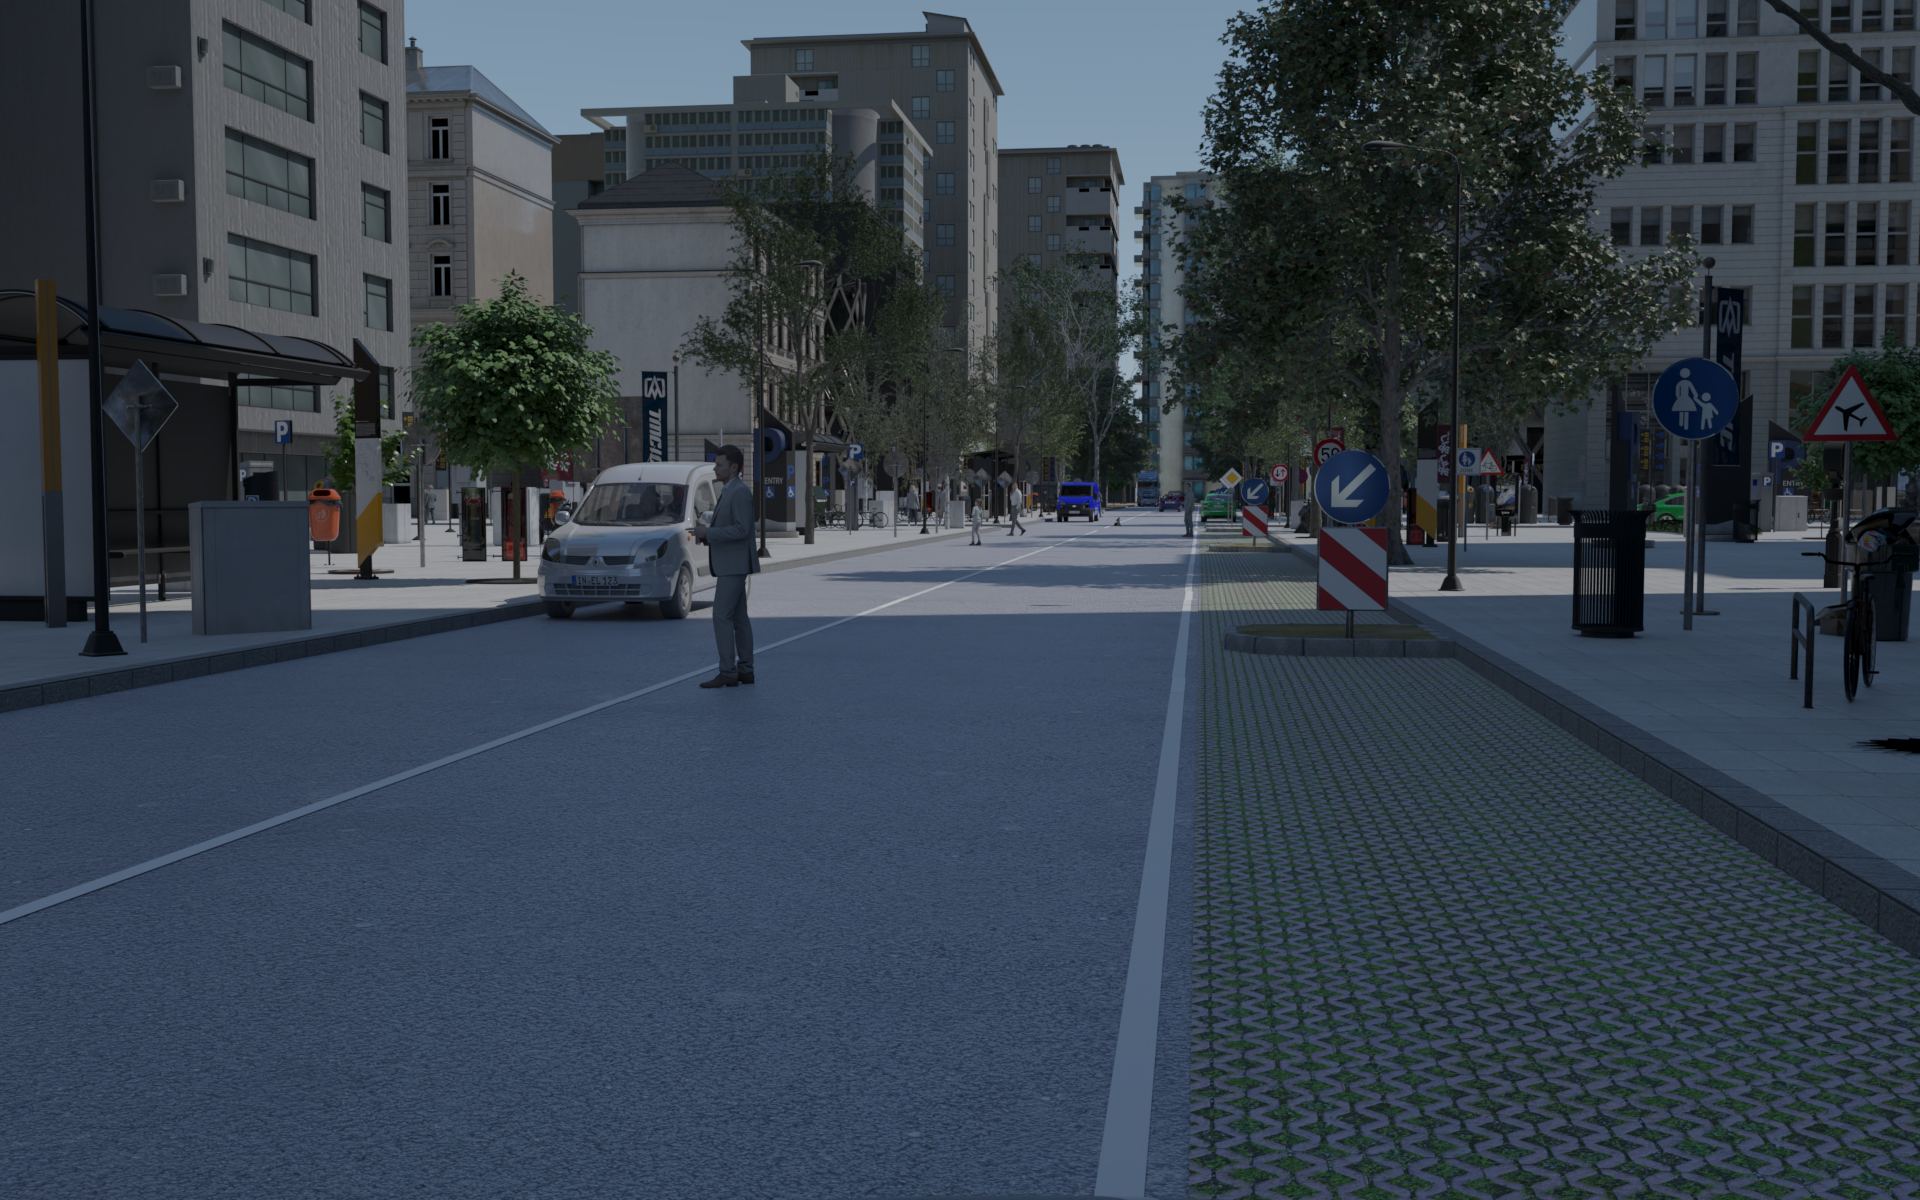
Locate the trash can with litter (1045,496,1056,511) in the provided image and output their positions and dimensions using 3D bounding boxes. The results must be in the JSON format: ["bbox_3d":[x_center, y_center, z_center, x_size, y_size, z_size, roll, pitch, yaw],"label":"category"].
[{"bbox_3d":[6.441,-6.776,122.179,0.624,1.170,1.055,-2,4,-29],"label":"trash can with litter"}]

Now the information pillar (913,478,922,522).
[{"bbox_3d":[-1.946,-4.580,79.380,0.304,2.012,0.304,-1,4,-22],"label":"information pillar"}]

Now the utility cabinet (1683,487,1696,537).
[{"bbox_3d":[21.722,-2.554,50.442,1.173,1.500,0.318,1,4,22],"label":"utility cabinet"}]

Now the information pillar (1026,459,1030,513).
[{"bbox_3d":[4.497,-7.534,114.530,0.183,3.616,0.504,-2,4,-27],"label":"information pillar"}]

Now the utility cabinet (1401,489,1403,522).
[{"bbox_3d":[19.740,-4.249,78.157,0.318,1.500,1.173,0,4,7],"label":"utility cabinet"}]

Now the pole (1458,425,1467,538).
[{"bbox_3d":[14.757,-3.488,50.876,0.158,3.312,0.155,0,3,0],"label":"pole"}]

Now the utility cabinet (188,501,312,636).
[{"bbox_3d":[-6.593,-0.302,16.106,0.306,1.237,1.020,3,5,43],"label":"utility cabinet"}]

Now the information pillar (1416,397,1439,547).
[{"bbox_3d":[11.283,-3.083,41.767,0.504,3.616,0.183,2,4,28],"label":"information pillar"}]

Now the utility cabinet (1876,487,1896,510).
[{"bbox_3d":[29.577,-2.810,54.616,1.173,1.500,0.318,3,4,37],"label":"utility cabinet"}]

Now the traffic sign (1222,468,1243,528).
[{"bbox_3d":[10.287,-3.784,65.504,0.795,2.450,0.064,0,4,8],"label":"traffic sign"}]

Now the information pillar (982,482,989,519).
[{"bbox_3d":[1.279,-5.075,87.473,0.304,2.012,0.304,-2,4,-25],"label":"information pillar"}]

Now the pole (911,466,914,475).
[{"bbox_3d":[-3.416,-8.017,124.926,0.158,3.312,0.155,0,3,0],"label":"pole"}]

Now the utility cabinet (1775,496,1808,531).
[{"bbox_3d":[28.575,-2.959,59.545,1.020,1.237,0.306,0,4,-7],"label":"utility cabinet"}]

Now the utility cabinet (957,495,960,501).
[{"bbox_3d":[-0.548,-7.771,138.217,1.020,1.237,0.306,0,4,3],"label":"utility cabinet"}]

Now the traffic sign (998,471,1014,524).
[{"bbox_3d":[1.933,-4.349,74.740,0.795,2.450,0.064,0,4,8],"label":"traffic sign"}]

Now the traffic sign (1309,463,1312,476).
[{"bbox_3d":[13.334,-3.927,64.308,0.768,2.556,0.104,1,4,14],"label":"traffic sign"}]

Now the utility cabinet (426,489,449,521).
[{"bbox_3d":[-24.893,-4.524,82.653,1.173,1.500,0.318,1,4,19],"label":"utility cabinet"}]

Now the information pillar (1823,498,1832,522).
[{"bbox_3d":[39.485,-4.542,78.760,0.304,2.012,0.304,3,4,36],"label":"information pillar"}]

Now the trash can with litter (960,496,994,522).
[{"bbox_3d":[0.664,-4.159,79.057,2.233,1.210,1.678,-1,4,-22],"label":"trash can with litter"}]

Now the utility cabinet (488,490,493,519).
[{"bbox_3d":[-22.935,-4.740,86.174,1.173,1.500,0.318,2,4,33],"label":"utility cabinet"}]

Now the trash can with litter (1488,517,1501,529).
[{"bbox_3d":[19.830,-3.207,63.816,0.624,1.170,1.055,-1,4,-16],"label":"trash can with litter"}]

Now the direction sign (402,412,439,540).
[{"bbox_3d":[-15.021,-3.423,47.968,0.379,3.537,0.876,3,5,40],"label":"direction sign"}]

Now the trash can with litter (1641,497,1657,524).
[{"bbox_3d":[25.280,-3.151,62.898,1.055,1.170,0.624,2,4,23],"label":"trash can with litter"}]

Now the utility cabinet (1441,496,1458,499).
[{"bbox_3d":[18.061,-3.232,64.004,0.306,1.237,1.020,0,4,-4],"label":"utility cabinet"}]

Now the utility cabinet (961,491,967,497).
[{"bbox_3d":[0.651,-7.774,135.783,1.173,1.500,0.318,1,4,9],"label":"utility cabinet"}]

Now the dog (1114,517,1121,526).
[{"bbox_3d":[7.093,-3.488,77.216,0.550,0.427,0.748,2,4,27],"label":"dog"}]

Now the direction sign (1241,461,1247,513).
[{"bbox_3d":[19.549,-7.772,119.066,0.379,3.537,0.876,2,4,28],"label":"direction sign"}]

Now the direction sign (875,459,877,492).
[{"bbox_3d":[-4.738,-6.475,97.861,0.379,3.537,0.876,-1,4,-10],"label":"direction sign"}]

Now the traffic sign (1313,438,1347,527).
[{"bbox_3d":[8.416,-2.405,39.427,0.768,2.556,0.104,1,4,9],"label":"traffic sign"}]

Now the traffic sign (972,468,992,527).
[{"bbox_3d":[0.835,-3.865,66.831,0.795,2.450,0.064,0,4,8],"label":"traffic sign"}]

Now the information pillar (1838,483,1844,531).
[{"bbox_3d":[30.769,-3.413,60.290,0.304,2.012,0.304,1,4,12],"label":"information pillar"}]

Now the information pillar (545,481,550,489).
[{"bbox_3d":[-22.427,-5.506,94.514,0.304,2.012,0.304,1,4,17],"label":"information pillar"}]

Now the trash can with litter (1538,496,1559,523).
[{"bbox_3d":[26.027,-4.040,77.111,2.233,1.210,1.678,-1,4,-8],"label":"trash can with litter"}]

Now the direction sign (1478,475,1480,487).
[{"bbox_3d":[29.993,-6.613,100.123,0.379,3.537,0.876,1,4,13],"label":"direction sign"}]

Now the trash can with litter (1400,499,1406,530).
[{"bbox_3d":[15.149,-3.075,61.342,2.233,1.210,1.678,-3,5,-42],"label":"trash can with litter"}]

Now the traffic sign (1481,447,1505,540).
[{"bbox_3d":[14.620,-2.935,47.988,0.884,2.594,0.081,1,4,15],"label":"traffic sign"}]

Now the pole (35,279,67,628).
[{"bbox_3d":[-8.706,-1.391,16.581,0.158,3.312,0.155,0,3,0],"label":"pole"}]

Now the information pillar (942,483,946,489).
[{"bbox_3d":[-1.514,-8.882,149.715,0.304,2.012,0.304,1,4,22],"label":"information pillar"}]

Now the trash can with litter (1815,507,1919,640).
[{"bbox_3d":[8.015,-0.248,15.442,0.624,1.170,1.055,0,4,-8],"label":"trash can with litter"}]

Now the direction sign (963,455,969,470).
[{"bbox_3d":[0.632,-6.640,100.554,0.876,3.537,0.379,1,4,13],"label":"direction sign"}]

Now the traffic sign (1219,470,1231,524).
[{"bbox_3d":[11.384,-4.267,73.414,0.795,2.450,0.064,0,4,8],"label":"traffic sign"}]

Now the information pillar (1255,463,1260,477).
[{"bbox_3d":[20.178,-7.739,117.893,0.504,3.616,0.183,-1,4,-16],"label":"information pillar"}]

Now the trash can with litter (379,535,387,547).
[{"bbox_3d":[-14.370,-1.862,41.830,0.624,1.170,1.055,1,4,14],"label":"trash can with litter"}]

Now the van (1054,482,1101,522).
[{"bbox_3d":[6.129,-5.209,89.557,2.240,2.365,5.245,1,4,9],"label":"van"}]

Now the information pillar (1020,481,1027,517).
[{"bbox_3d":[3.522,-5.613,96.267,0.304,2.012,0.304,3,5,43],"label":"information pillar"}]

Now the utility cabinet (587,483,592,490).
[{"bbox_3d":[-6.826,-1.580,34.516,1.173,1.500,0.318,1,4,17],"label":"utility cabinet"}]

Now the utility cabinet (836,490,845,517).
[{"bbox_3d":[-6.852,-5.378,96.613,1.173,1.500,0.318,3,5,45],"label":"utility cabinet"}]

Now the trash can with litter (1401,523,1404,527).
[{"bbox_3d":[15.986,-3.246,64.462,1.055,1.170,0.624,1,4,21],"label":"trash can with litter"}]

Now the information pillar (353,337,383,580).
[{"bbox_3d":[-8.849,-2.111,25.875,0.504,3.616,0.183,2,4,31],"label":"information pillar"}]

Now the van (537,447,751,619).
[{"bbox_3d":[-3.783,-0.872,21.267,2.013,2.044,4.112,0,4,8],"label":"van"}]

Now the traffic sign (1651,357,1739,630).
[{"bbox_3d":[6.871,-0.989,16.272,0.768,2.556,0.104,1,4,10],"label":"traffic sign"}]

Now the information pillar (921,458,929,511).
[{"bbox_3d":[-2.312,-7.499,113.969,0.504,3.616,0.183,0,4,0],"label":"information pillar"}]

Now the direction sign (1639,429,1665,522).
[{"bbox_3d":[24.129,-4.188,60.463,0.876,3.537,0.379,0,4,-3],"label":"direction sign"}]

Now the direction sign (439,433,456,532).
[{"bbox_3d":[-17.085,-4.034,57.948,0.876,3.537,0.379,0,4,-7],"label":"direction sign"}]

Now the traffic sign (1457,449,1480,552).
[{"bbox_3d":[11.249,-2.225,38.503,0.606,2.300,0.079,1,4,10],"label":"traffic sign"}]

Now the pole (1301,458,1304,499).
[{"bbox_3d":[18.474,-6.098,93.545,0.158,3.312,0.155,0,3,0],"label":"pole"}]

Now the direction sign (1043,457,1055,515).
[{"bbox_3d":[5.450,-6.967,105.903,0.876,3.537,0.379,3,5,41],"label":"direction sign"}]

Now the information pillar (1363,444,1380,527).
[{"bbox_3d":[10.262,-3.151,42.875,0.504,3.616,0.183,0,4,-2],"label":"information pillar"}]
